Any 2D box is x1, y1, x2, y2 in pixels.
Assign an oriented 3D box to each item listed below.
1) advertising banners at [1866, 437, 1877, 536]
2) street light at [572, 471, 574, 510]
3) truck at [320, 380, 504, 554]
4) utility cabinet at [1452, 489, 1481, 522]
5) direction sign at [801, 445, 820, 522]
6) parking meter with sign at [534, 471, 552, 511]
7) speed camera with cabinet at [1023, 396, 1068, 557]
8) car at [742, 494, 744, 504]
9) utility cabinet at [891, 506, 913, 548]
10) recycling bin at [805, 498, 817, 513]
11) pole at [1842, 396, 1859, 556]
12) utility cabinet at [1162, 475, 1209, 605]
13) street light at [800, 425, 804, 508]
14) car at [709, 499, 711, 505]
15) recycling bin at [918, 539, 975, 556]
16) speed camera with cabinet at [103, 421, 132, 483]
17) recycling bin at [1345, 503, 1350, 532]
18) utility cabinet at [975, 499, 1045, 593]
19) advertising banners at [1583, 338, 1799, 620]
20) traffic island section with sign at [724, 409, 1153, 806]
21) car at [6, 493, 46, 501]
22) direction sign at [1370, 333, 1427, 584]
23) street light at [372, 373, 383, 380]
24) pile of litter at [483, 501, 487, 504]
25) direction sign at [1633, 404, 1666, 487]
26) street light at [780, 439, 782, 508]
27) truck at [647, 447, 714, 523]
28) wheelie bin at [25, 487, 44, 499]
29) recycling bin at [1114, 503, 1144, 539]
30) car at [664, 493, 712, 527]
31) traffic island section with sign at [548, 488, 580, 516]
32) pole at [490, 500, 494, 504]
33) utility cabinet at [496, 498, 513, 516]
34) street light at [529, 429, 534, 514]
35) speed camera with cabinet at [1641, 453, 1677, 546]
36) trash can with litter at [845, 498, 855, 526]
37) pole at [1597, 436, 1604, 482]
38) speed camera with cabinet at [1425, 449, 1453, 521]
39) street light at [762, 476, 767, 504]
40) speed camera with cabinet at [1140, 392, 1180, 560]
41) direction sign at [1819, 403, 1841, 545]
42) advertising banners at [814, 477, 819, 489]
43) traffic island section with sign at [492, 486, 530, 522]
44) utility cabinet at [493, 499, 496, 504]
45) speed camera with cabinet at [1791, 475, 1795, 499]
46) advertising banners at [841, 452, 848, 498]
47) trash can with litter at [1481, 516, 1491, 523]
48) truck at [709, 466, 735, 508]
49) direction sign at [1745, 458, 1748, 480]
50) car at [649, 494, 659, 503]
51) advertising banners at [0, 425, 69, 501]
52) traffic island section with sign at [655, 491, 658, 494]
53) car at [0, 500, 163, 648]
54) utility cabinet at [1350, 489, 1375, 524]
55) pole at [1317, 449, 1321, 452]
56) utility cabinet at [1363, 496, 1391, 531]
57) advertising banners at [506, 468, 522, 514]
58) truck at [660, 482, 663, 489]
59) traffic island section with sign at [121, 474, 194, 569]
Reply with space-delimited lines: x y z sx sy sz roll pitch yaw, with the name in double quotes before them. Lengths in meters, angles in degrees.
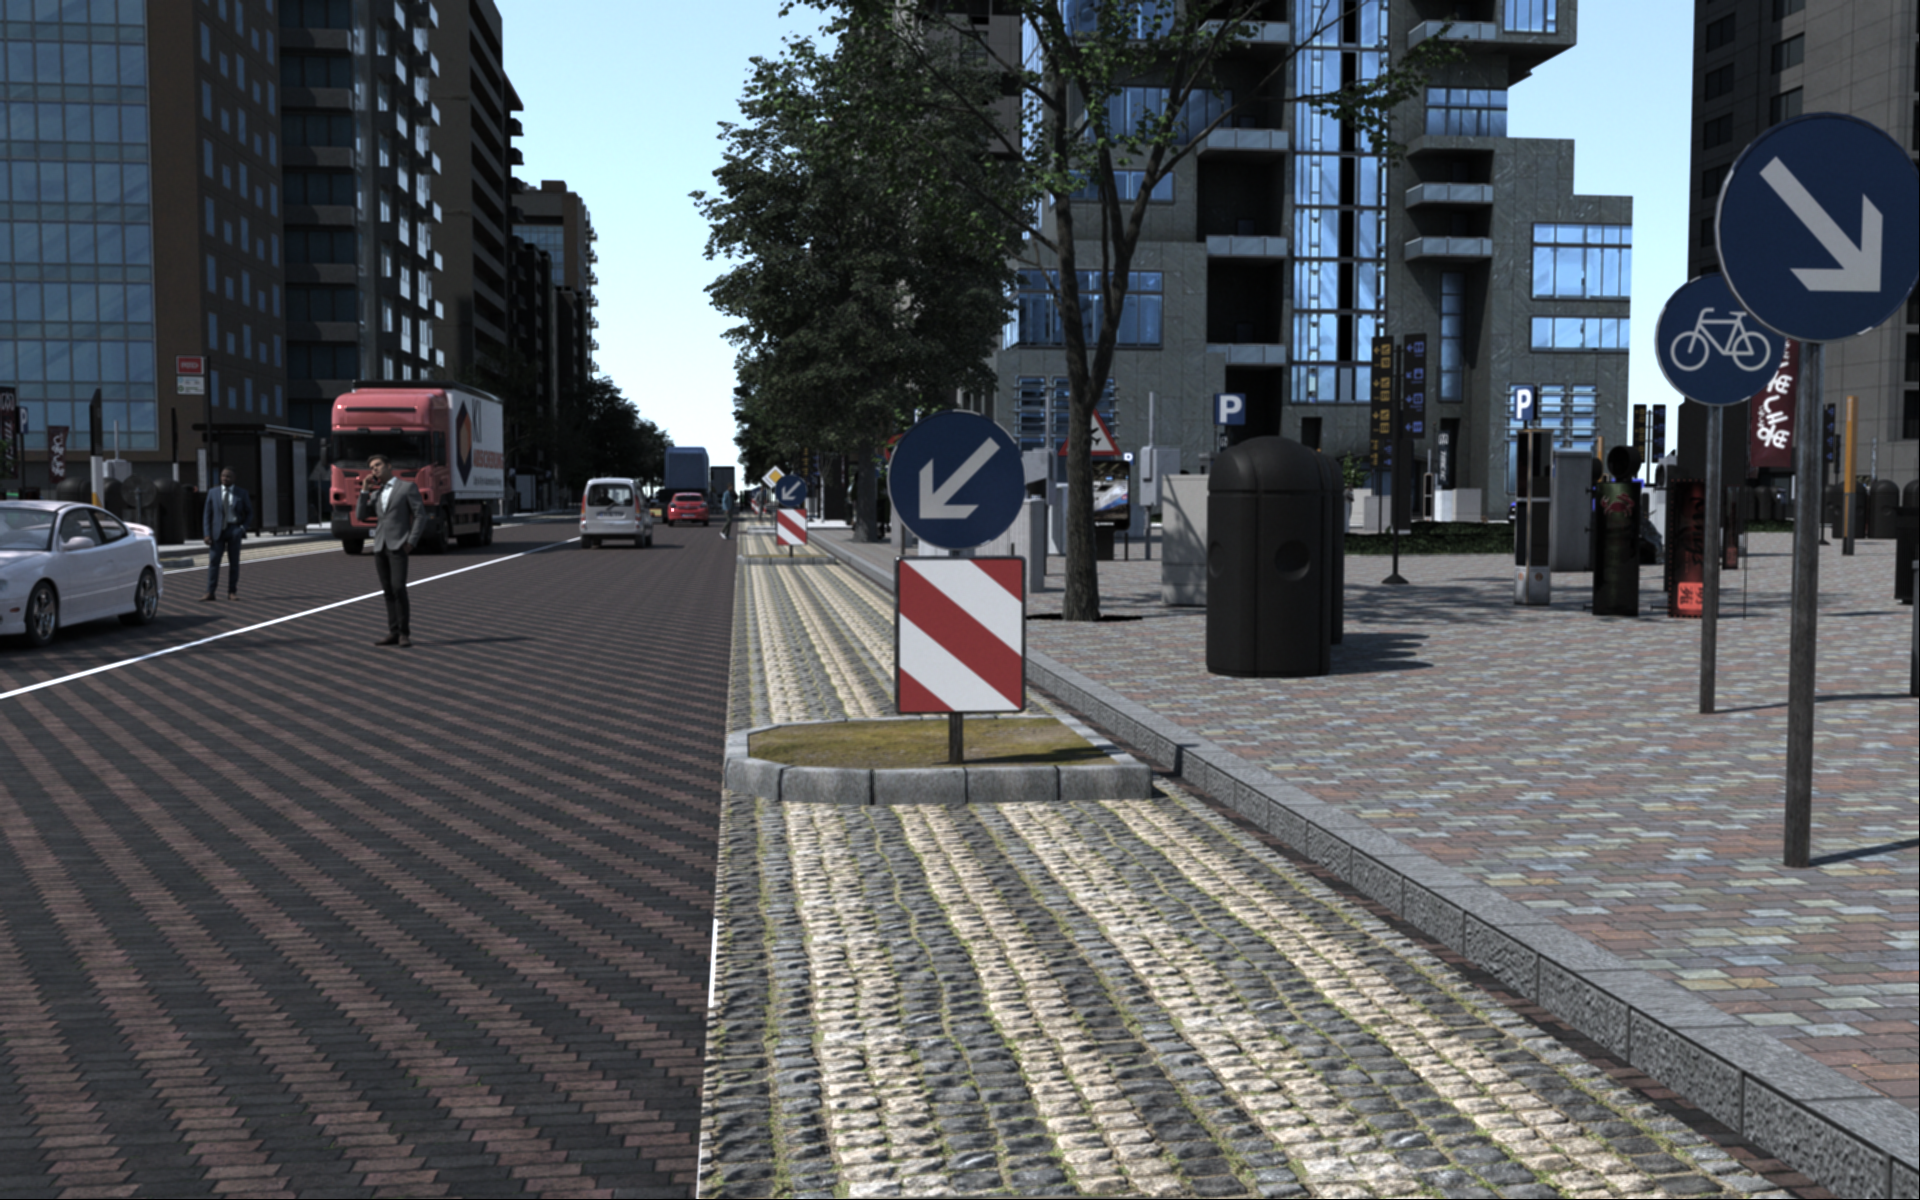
"advertising banners" 27.442 -3.443 52.481 0.090 3.025 2.074 3 5 43
"street light" -31.871 -10.378 142.473 0.468 5.910 1.993 0 4 -7
"truck" -13.909 -3.421 44.843 2.839 4.237 11.283 0 4 -6
"utility cabinet" 20.966 -3.853 71.682 1.173 1.500 0.318 -1 4 -16
"direction sign" -6.926 -5.404 80.345 0.876 3.537 0.379 0 4 1
"parking meter with sign" -30.896 -8.074 128.276 0.543 3.016 1.738 1 4 20
"speed camera with cabinet" 1.828 -2.542 35.892 0.660 3.252 2.038 1 4 18
"car" -29.377 -14.153 240.191 1.959 1.807 4.718 0 4 -6
"utility cabinet" -1.402 -1.858 41.539 0.306 1.237 1.020 1 4 13
"recycling bin" -10.281 -6.548 119.618 0.722 1.027 0.722 -1 4 -19
"pole" 18.569 -2.586 36.118 0.158 3.312 0.155 0 3 0
"utility cabinet" 2.903 -0.675 19.721 1.173 1.500 0.318 2 4 31
"street light" -8.604 -7.386 93.540 0.468 5.910 1.993 0 4 -7
"car" -29.981 -12.048 206.567 1.945 1.707 3.694 0 4 -7
"recycling bin" -0.171 -0.886 27.035 0.722 1.027 0.722 2 4 33
"speed camera with cabinet" -22.441 -3.242 47.344 0.660 3.252 2.038 2 4 35
"recycling bin" 10.559 -2.234 49.074 0.722 1.027 0.722 3 5 41
"utility cabinet" 0.644 -0.710 22.778 0.306 1.237 1.020 -3 5 -45
"advertising banners" 7.550 -1.324 17.828 2.074 3.025 0.090 2 4 25
"traffic island section with sign" -0.210 -0.016 8.882 1.989 1.847 2.006 0 4 -7
"car" -33.181 -3.203 61.158 4.718 1.807 1.959 0 4 -7
"direction sign" 6.246 -2.003 24.754 0.379 3.537 0.876 -3 5 -43
"street light" -22.263 -5.722 66.335 0.468 5.910 1.993 0 4 -7
"pile of litter" -28.818 -5.579 105.183 1.719 0.858 1.176 2 4 26
"direction sign" 17.368 -3.163 43.714 0.876 3.537 0.379 -1 4 -10
"street light" -14.674 -10.350 142.009 0.468 5.910 1.993 0 4 -7
"truck" -14.985 -6.279 92.419 2.967 4.110 18.799 0 4 -5
"wheelie bin" -39.296 -3.999 73.296 0.980 1.594 0.693 -1 4 -20
"recycling bin" 4.805 -2.274 49.740 0.722 1.027 0.722 -3 4 -36
"car" -12.197 -4.201 77.733 2.155 1.783 4.494 -1 4 -9
"traffic island section with sign" -26.485 -6.557 115.839 1.989 1.847 2.006 0 4 -7
"pole" -30.868 -7.357 114.131 0.158 3.312 0.155 0 3 0
"utility cabinet" -26.497 -5.503 101.137 1.020 1.237 0.306 3 5 42
"street light" -28.246 -8.651 114.232 0.468 5.910 1.993 0 4 -7
"speed camera with cabinet" 17.198 -2.933 42.284 0.660 3.252 2.038 0 4 6
"trash can with litter" -4.260 -3.581 69.938 0.624 1.170 1.055 -1 4 -22
"pole" 22.706 -4.133 61.422 0.158 3.312 0.155 0 3 0
"speed camera with cabinet" 20.993 -4.987 75.873 0.660 3.252 2.038 0 4 -6
"street light" -28.826 -17.138 252.989 0.468 5.910 1.993 0 4 -7
"speed camera with cabinet" 4.158 -2.369 33.068 0.660 3.252 2.038 -1 4 -22
"direction sign" 21.783 -3.159 43.655 0.379 3.537 0.876 0 4 1
"advertising banners" -7.309 -5.920 92.985 0.090 3.025 2.074 -2 4 -35
"traffic island section with sign" -22.971 -4.864 88.156 1.989 1.847 2.006 0 4 -7
"utility cabinet" -36.892 -7.756 137.974 1.020 1.237 0.306 1 4 12
"speed camera with cabinet" 39.412 -5.281 80.679 2.038 3.252 0.660 -3 5 -44
"advertising banners" -4.751 -4.725 73.444 0.090 3.025 2.074 1 4 12
"trash can with litter" 23.238 -4.047 77.559 1.055 1.170 0.624 2 4 27
"truck" -24.693 -11.670 179.713 2.839 4.237 11.283 -1 4 -8
"direction sign" 42.000 -6.194 93.262 0.876 3.537 0.379 1 4 18
"car" -28.509 -9.212 162.624 2.014 1.417 4.499 -1 4 -8
"advertising banners" -23.602 -2.914 43.833 2.074 3.025 0.090 -3 5 -44
"traffic island section with sign" -43.129 -14.597 247.289 1.989 1.847 2.006 0 4 -7
"car" -9.646 -0.316 17.536 2.083 1.381 4.827 0 4 -7
"utility cabinet" 16.762 -3.907 72.564 1.173 1.500 0.318 2 4 35
"pole" 16.217 -5.167 78.324 0.158 3.312 0.155 0 3 0
"utility cabinet" 14.700 -3.036 60.800 1.020 1.237 0.306 0 4 1
"advertising banners" -29.548 -7.243 114.610 0.090 3.025 2.074 -3 5 -40
"truck" -33.724 -12.840 205.852 3.469 3.379 9.791 0 4 -8
"traffic island section with sign" -16.071 -1.528 33.604 1.989 1.847 2.006 0 4 -7
